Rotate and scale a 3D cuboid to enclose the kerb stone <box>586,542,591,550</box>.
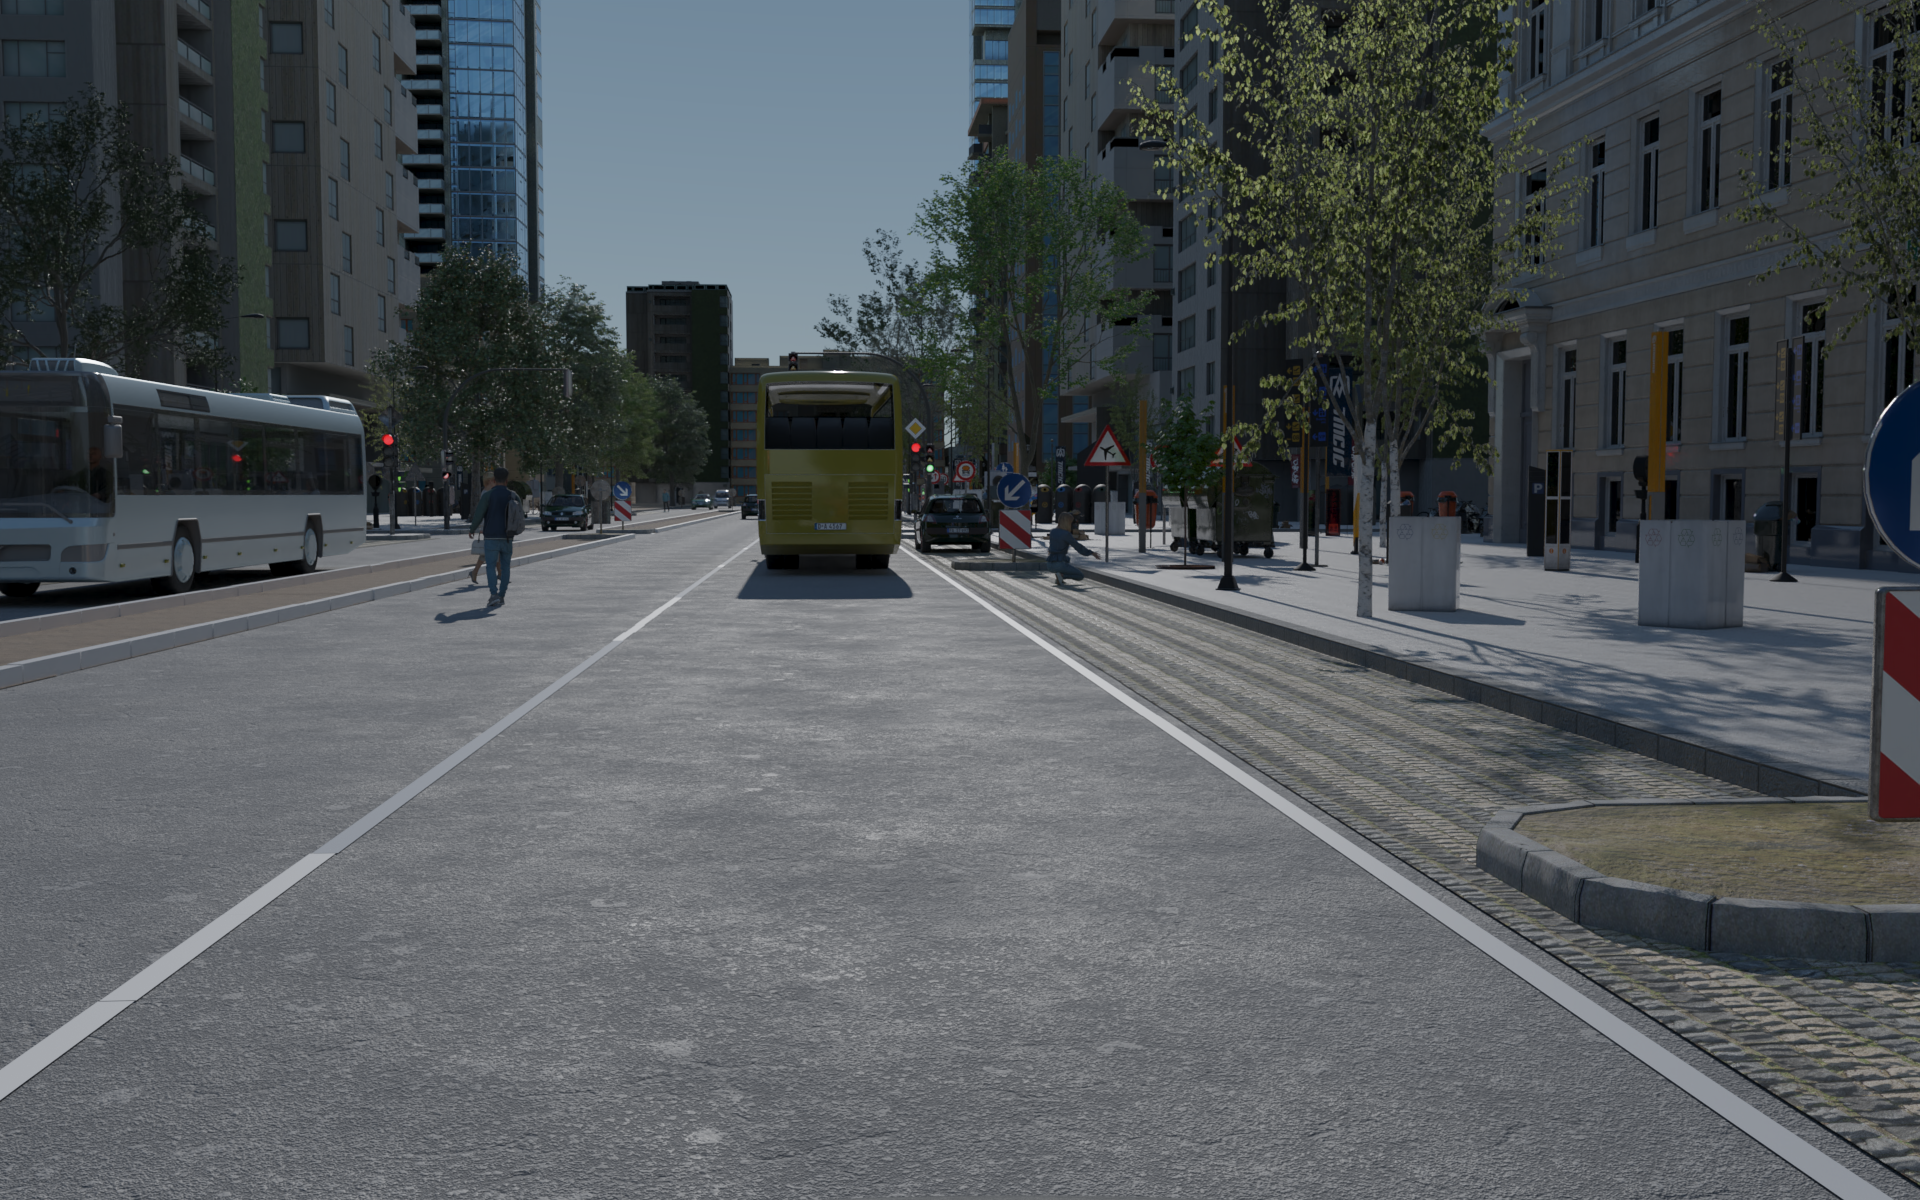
[{"bbox_3d":[-9.625,-1.349,44.259,0.120,0.150,1.000,0,4,-5],"label":"kerb stone"}]

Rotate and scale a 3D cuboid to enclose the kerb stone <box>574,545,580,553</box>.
[{"bbox_3d":[-9.460,-1.224,42.210,0.120,0.150,1.000,0,4,-5],"label":"kerb stone"}]

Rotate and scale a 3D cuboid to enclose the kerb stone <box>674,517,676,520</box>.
[{"bbox_3d":[-15.758,-4.432,94.651,0.120,0.150,1.000,0,4,-5],"label":"kerb stone"}]

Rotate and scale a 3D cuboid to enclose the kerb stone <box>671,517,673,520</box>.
[{"bbox_3d":[-15.594,-4.307,92.613,0.120,0.150,1.000,0,4,-5],"label":"kerb stone"}]

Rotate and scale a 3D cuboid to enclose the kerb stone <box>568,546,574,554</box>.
[{"bbox_3d":[-9.376,-1.162,41.192,0.120,0.150,1.000,0,4,-5],"label":"kerb stone"}]

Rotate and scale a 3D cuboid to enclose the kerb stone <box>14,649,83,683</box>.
[{"bbox_3d":[-7.171,0.527,13.576,0.120,0.150,1.000,0,4,-5],"label":"kerb stone"}]

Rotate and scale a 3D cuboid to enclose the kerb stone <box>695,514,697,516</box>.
[{"bbox_3d":[-16.981,-5.369,109.978,0.120,0.150,1.000,0,4,-5],"label":"kerb stone"}]

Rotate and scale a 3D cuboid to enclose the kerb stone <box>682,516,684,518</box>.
[{"bbox_3d":[-16.154,-4.743,99.770,0.120,0.150,1.000,0,4,-5],"label":"kerb stone"}]

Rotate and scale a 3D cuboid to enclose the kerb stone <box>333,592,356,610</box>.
[{"bbox_3d":[-7.825,0.031,21.768,0.120,0.150,1.000,0,4,-5],"label":"kerb stone"}]

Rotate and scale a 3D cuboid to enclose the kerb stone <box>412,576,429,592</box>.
[{"bbox_3d":[-8.142,-0.217,25.857,0.120,0.150,1.000,0,4,-5],"label":"kerb stone"}]

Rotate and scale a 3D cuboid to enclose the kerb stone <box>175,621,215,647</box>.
[{"bbox_3d":[-7.423,0.339,16.647,0.120,0.150,1.000,0,4,-5],"label":"kerb stone"}]

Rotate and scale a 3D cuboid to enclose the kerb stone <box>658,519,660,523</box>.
[{"bbox_3d":[-15.018,-3.870,85.464,0.120,0.150,1.000,0,4,-5],"label":"kerb stone"}]

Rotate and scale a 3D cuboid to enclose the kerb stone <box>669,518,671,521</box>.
[{"bbox_3d":[-15.514,-4.240,91.586,0.120,0.150,1.000,0,4,-5],"label":"kerb stone"}]

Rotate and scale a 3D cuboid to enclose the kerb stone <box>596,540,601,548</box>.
[{"bbox_3d":[-9.789,-1.474,46.301,0.120,0.150,1.000,0,4,-5],"label":"kerb stone"}]

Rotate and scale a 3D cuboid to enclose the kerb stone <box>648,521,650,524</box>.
[{"bbox_3d":[-14.613,-3.557,80.358,0.120,0.150,1.000,0,4,-5],"label":"kerb stone"}]

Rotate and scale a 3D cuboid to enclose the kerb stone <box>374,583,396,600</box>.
[{"bbox_3d":[-7.980,-0.099,23.809,0.120,0.150,1.000,0,4,-5],"label":"kerb stone"}]

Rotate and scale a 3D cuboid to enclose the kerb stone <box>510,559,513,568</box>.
[{"bbox_3d":[-8.724,-0.660,33.011,0.120,0.150,1.000,0,4,-5],"label":"kerb stone"}]

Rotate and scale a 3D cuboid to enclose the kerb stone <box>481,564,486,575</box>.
[{"bbox_3d":[-8.563,-0.537,30.969,0.120,0.150,1.000,0,4,-5],"label":"kerb stone"}]

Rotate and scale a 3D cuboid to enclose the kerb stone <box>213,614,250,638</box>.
[{"bbox_3d":[-7.500,0.278,17.675,0.120,0.150,1.000,0,4,-5],"label":"kerb stone"}]

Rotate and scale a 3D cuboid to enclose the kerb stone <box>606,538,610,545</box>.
[{"bbox_3d":[-9.950,-1.599,48.339,0.120,0.150,1.000,0,4,-5],"label":"kerb stone"}]

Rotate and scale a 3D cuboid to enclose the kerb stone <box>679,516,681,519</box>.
[{"bbox_3d":[-16.001,-4.619,97.717,0.120,0.150,1.000,0,4,-5],"label":"kerb stone"}]

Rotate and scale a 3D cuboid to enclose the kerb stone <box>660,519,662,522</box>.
[{"bbox_3d":[-15.095,-3.932,86.484,0.120,0.150,1.000,0,4,-5],"label":"kerb stone"}]

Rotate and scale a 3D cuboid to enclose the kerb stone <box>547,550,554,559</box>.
[{"bbox_3d":[-9.136,-0.971,38.115,0.120,0.150,1.000,0,4,-5],"label":"kerb stone"}]

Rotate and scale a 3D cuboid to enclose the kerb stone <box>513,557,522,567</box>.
[{"bbox_3d":[-8.813,-0.721,34.030,0.120,0.150,1.000,0,4,-5],"label":"kerb stone"}]

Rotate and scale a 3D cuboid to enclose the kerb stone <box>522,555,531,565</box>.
[{"bbox_3d":[-8.885,-0.784,35.049,0.120,0.150,1.000,0,4,-5],"label":"kerb stone"}]

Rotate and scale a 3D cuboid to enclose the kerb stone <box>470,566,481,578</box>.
[{"bbox_3d":[-8.482,-0.473,29.950,0.120,0.150,1.000,0,4,-5],"label":"kerb stone"}]

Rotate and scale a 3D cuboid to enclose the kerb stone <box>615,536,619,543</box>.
[{"bbox_3d":[-10.111,-1.724,50.377,0.120,0.150,1.000,0,4,-5],"label":"kerb stone"}]

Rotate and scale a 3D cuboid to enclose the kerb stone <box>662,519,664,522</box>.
[{"bbox_3d":[-15.186,-3.994,87.502,0.120,0.150,1.000,0,4,-5],"label":"kerb stone"}]

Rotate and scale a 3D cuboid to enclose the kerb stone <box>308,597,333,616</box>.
[{"bbox_3d":[-7.745,0.098,20.734,0.120,0.150,1.000,0,4,-5],"label":"kerb stone"}]

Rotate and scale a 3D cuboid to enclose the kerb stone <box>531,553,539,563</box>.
[{"bbox_3d":[-8.959,-0.848,36.068,0.120,0.150,1.000,0,4,-5],"label":"kerb stone"}]

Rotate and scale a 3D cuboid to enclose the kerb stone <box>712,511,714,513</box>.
[{"bbox_3d":[-18.361,-6.428,127.330,0.120,0.150,1.000,0,4,-5],"label":"kerb stone"}]

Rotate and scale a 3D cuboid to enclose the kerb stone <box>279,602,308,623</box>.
[{"bbox_3d":[-7.660,0.152,19.715,0.120,0.150,1.000,0,4,-5],"label":"kerb stone"}]

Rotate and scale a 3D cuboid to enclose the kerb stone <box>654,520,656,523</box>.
[{"bbox_3d":[-14.852,-3.743,83.424,0.120,0.150,1.000,0,4,-5],"label":"kerb stone"}]

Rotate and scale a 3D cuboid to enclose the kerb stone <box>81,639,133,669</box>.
[{"bbox_3d":[-7.256,0.464,14.603,0.120,0.150,1.000,0,4,-5],"label":"kerb stone"}]

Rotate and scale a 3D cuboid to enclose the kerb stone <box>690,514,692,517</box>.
[{"bbox_3d":[-16.654,-5.117,105.897,0.120,0.150,1.000,0,4,-5],"label":"kerb stone"}]

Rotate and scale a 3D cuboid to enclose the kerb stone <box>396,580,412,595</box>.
[{"bbox_3d":[-8.068,-0.161,24.836,0.120,0.150,1.000,0,4,-5],"label":"kerb stone"}]

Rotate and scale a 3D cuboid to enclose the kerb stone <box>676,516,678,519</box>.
[{"bbox_3d":[-15.841,-4.490,95.670,0.120,0.150,1.000,0,4,-5],"label":"kerb stone"}]

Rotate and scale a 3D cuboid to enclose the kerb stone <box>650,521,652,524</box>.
[{"bbox_3d":[-14.695,-3.620,81.385,0.120,0.150,1.000,0,4,-5],"label":"kerb stone"}]

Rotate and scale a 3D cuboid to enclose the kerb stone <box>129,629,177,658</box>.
[{"bbox_3d":[-7.338,0.402,15.626,0.120,0.150,1.000,0,4,-5],"label":"kerb stone"}]

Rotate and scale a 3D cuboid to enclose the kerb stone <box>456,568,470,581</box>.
[{"bbox_3d":[-8.396,-0.408,28.924,0.120,0.150,1.000,0,4,-5],"label":"kerb stone"}]

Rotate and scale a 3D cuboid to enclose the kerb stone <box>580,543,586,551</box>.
[{"bbox_3d":[-9.539,-1.287,43.236,0.120,0.150,1.000,0,4,-5],"label":"kerb stone"}]

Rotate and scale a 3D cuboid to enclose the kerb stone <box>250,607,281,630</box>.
[{"bbox_3d":[-7.579,0.215,18.696,0.120,0.150,1.000,0,4,-5],"label":"kerb stone"}]

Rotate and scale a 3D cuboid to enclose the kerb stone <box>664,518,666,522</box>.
[{"bbox_3d":[-15.262,-4.057,88.522,0.120,0.150,1.000,0,4,-5],"label":"kerb stone"}]

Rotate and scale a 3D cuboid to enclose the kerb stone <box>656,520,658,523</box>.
[{"bbox_3d":[-14.939,-3.807,84.442,0.120,0.150,1.000,0,4,-5],"label":"kerb stone"}]

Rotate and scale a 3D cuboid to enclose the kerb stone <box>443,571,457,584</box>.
[{"bbox_3d":[-8.319,-0.343,27.904,0.120,0.150,1.000,0,4,-5],"label":"kerb stone"}]

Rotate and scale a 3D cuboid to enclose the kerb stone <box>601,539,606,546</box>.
[{"bbox_3d":[-9.867,-1.537,47.320,0.120,0.150,1.000,0,4,-5],"label":"kerb stone"}]

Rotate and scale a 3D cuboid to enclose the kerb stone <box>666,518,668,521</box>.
[{"bbox_3d":[-15.347,-4.119,89.540,0.120,0.150,1.000,0,4,-5],"label":"kerb stone"}]

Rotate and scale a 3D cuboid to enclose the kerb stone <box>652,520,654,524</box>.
[{"bbox_3d":[-14.778,-3.680,82.404,0.120,0.150,1.000,0,4,-5],"label":"kerb stone"}]

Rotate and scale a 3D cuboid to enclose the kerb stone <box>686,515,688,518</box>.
[{"bbox_3d":[-16.411,-4.932,102.831,0.120,0.150,1.000,0,4,-5],"label":"kerb stone"}]

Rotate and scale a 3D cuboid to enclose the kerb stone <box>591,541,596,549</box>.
[{"bbox_3d":[-9.706,-1.412,45.277,0.120,0.150,1.000,0,4,-5],"label":"kerb stone"}]

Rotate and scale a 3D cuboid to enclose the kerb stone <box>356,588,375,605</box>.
[{"bbox_3d":[-7.915,-0.031,22.787,0.120,0.150,1.000,0,4,-5],"label":"kerb stone"}]

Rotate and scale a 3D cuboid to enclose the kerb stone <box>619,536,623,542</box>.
[{"bbox_3d":[-10.186,-1.785,51.398,0.120,0.150,1.000,0,4,-5],"label":"kerb stone"}]

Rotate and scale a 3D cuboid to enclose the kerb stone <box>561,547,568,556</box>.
[{"bbox_3d":[-9.291,-1.099,40.166,0.120,0.150,1.000,0,4,-5],"label":"kerb stone"}]

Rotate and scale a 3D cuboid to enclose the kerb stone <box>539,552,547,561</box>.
[{"bbox_3d":[-9.050,-0.911,37.086,0.120,0.150,1.000,0,4,-5],"label":"kerb stone"}]

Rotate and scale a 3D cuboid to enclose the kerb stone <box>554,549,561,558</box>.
[{"bbox_3d":[-9.208,-1.033,39.147,0.120,0.150,1.000,0,4,-5],"label":"kerb stone"}]

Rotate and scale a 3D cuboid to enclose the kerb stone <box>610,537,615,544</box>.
[{"bbox_3d":[-10.033,-1.658,49.359,0.120,0.150,1.000,0,4,-5],"label":"kerb stone"}]

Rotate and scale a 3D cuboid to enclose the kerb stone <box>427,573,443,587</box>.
[{"bbox_3d":[-8.239,-0.287,26.883,0.120,0.150,1.000,0,4,-5],"label":"kerb stone"}]

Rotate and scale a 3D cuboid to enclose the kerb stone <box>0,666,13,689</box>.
[{"bbox_3d":[-7.087,0.597,12.549,0.120,0.150,1.000,0,4,-5],"label":"kerb stone"}]
